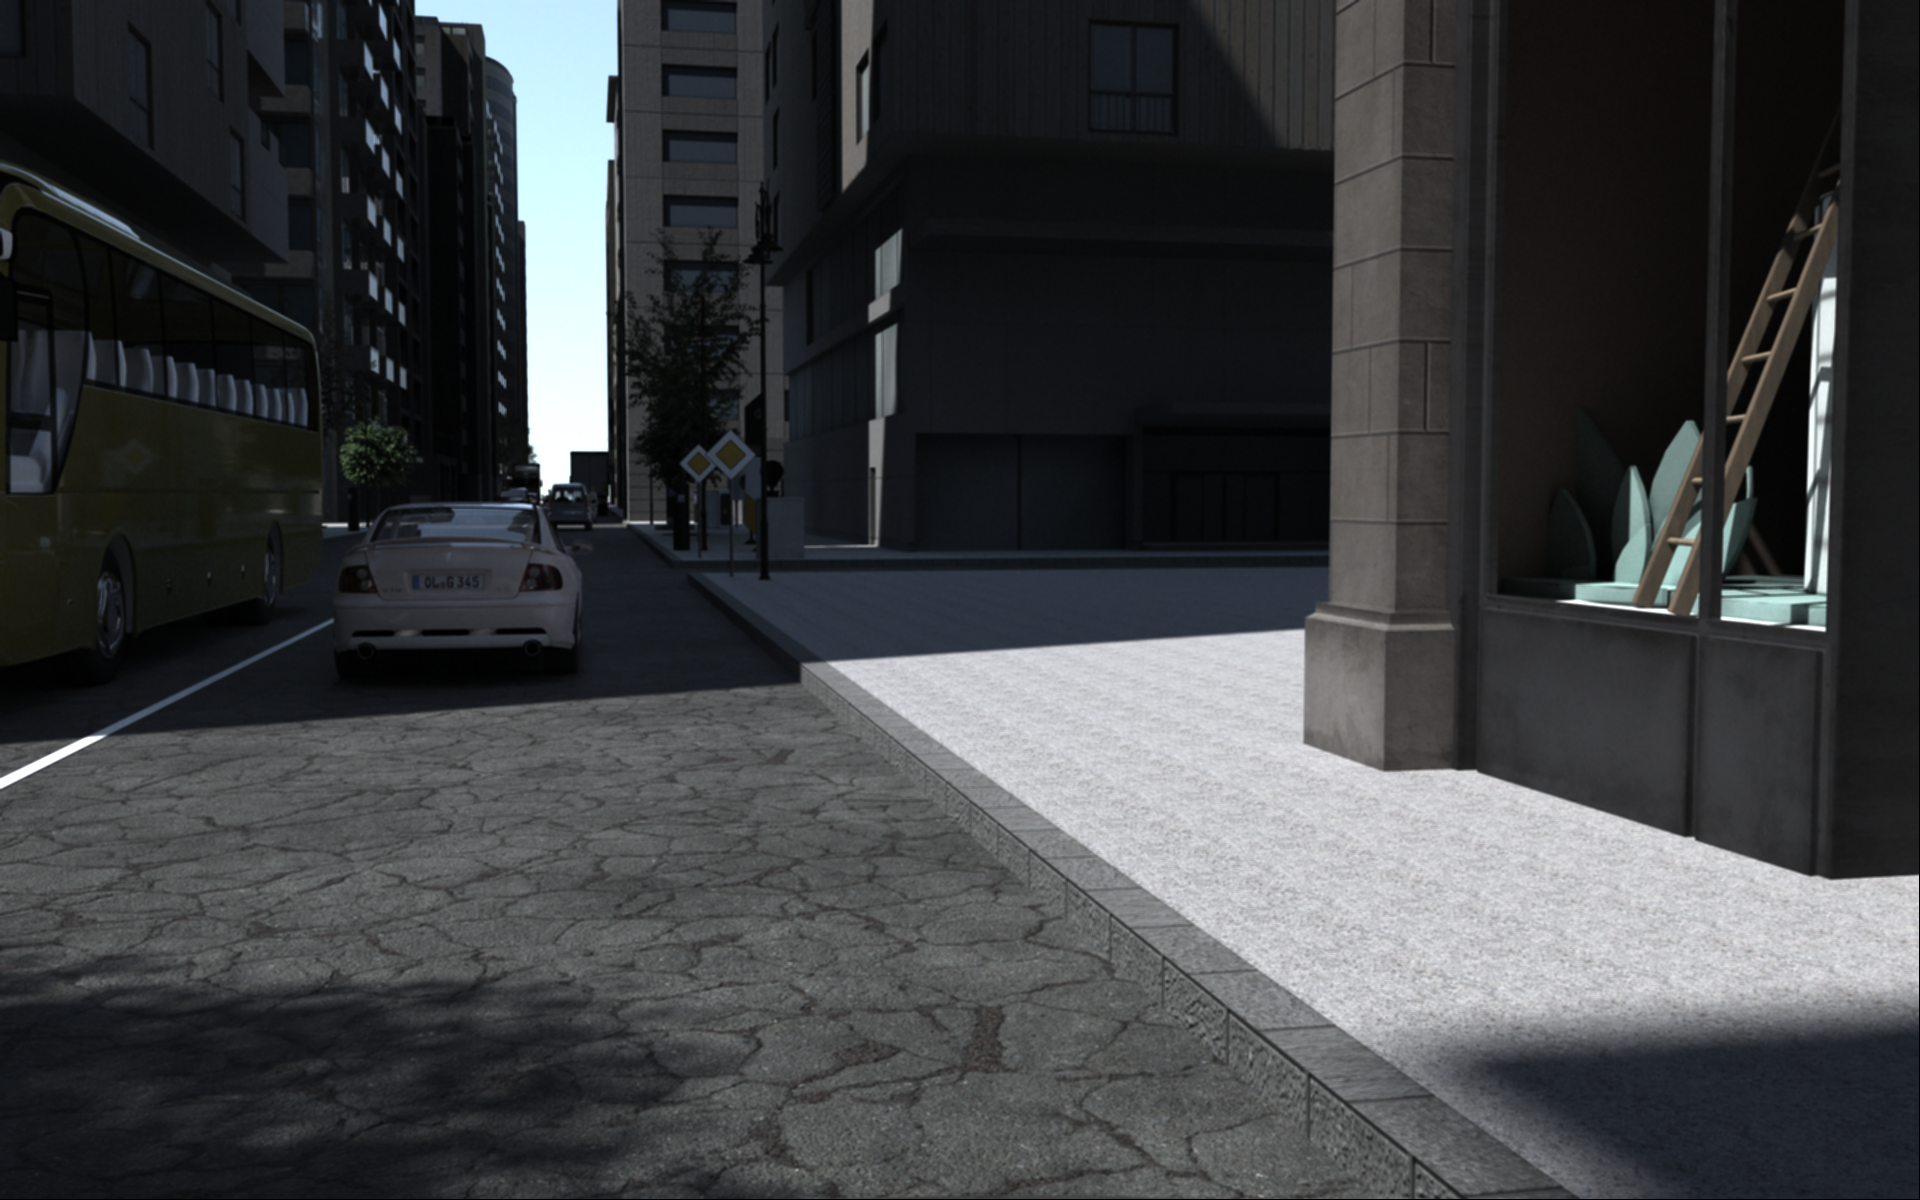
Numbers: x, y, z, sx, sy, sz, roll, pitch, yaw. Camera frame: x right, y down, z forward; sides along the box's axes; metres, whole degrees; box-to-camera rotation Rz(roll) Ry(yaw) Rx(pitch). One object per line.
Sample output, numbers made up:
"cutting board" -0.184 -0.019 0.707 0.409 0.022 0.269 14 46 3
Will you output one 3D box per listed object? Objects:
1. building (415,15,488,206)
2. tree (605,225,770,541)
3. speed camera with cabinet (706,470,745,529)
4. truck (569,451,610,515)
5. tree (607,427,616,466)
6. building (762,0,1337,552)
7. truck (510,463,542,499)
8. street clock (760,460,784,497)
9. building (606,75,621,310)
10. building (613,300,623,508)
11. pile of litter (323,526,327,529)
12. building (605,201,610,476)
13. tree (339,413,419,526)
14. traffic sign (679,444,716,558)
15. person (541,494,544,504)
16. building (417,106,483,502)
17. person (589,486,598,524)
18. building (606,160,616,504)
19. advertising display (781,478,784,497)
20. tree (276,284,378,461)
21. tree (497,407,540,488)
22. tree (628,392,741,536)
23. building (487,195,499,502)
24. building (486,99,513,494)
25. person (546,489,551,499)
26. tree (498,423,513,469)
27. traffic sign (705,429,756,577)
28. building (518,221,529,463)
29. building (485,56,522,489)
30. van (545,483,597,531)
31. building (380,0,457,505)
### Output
"building" -47.048 -28.216 144.930 14.154 41.232 14.086 -1 4 -12
"tree" -7.295 -5.894 46.722 4.737 8.622 4.395 0 3 0
"speed camera with cabinet" -8.615 -4.273 64.196 0.660 3.252 2.038 2 4 27
"truck" -25.412 -7.950 118.892 2.839 4.237 11.283 -1 4 -12
"tree" -37.056 -14.718 190.993 4.360 8.622 3.978 0 3 0
"building" 8.516 -28.179 49.968 27.495 52.752 28.713 -1 4 -12
"truck" -40.053 -10.468 160.068 2.839 4.237 11.283 -1 4 -14
"street clock" -4.052 -2.005 37.358 0.471 2.002 0.358 -1 4 -19
"building" -29.233 -38.389 216.894 28.713 52.752 27.495 -1 4 -12
"building" -19.949 -19.974 171.611 27.650 21.520 28.899 -1 4 -12
"pile of litter" -24.457 -3.108 64.786 1.719 0.858 1.176 2 4 35
"building" -45.541 -37.194 258.233 14.600 45.320 14.200 -1 4 -12
"tree" -23.737 -5.316 70.629 4.285 4.588 4.351 0 3 0
"traffic sign" -5.217 -1.896 34.636 0.795 2.450 0.064 -1 4 -12
"person" -57.837 -13.983 240.337 0.599 1.433 0.991 3 5 43
"building" -44.178 -22.005 131.483 14.160 30.474 14.107 -1 4 -12
"person" -17.695 -4.598 83.552 0.514 1.842 0.818 1 4 13
"building" -37.872 -37.722 240.463 21.300 48.544 21.600 -1 4 -12
"advertising display" -6.725 -3.931 69.493 0.974 1.923 0.123 -3 4 -36
"tree" -22.788 -6.789 61.364 4.360 8.622 3.978 0 3 0
"tree" -47.580 -15.143 181.992 8.767 10.594 7.601 3 5 42
"tree" -8.661 -4.307 54.134 4.285 4.588 4.351 0 3 0
"building" -50.136 -23.687 158.988 14.160 30.474 14.107 -1 4 -12
"building" -64.267 -35.447 199.165 23.786 49.044 30.456 -1 4 -12
"person" -35.799 -8.705 150.690 0.599 1.838 0.709 -2 4 -24
"tree" -46.242 -13.471 170.615 4.737 8.622 4.395 0 3 0
"traffic sign" -3.546 -1.418 26.827 0.795 2.450 0.064 -1 4 -12
"building" -70.000 -34.674 250.511 14.154 41.232 14.086 -1 4 -12
"building" -69.482 -41.986 228.465 21.231 58.520 28.212 -1 4 -12
"van" -15.446 -3.770 68.652 2.013 2.044 4.112 -1 4 -11
"building" -44.159 -41.228 112.324 20.563 71.187 20.611 -1 4 -12
